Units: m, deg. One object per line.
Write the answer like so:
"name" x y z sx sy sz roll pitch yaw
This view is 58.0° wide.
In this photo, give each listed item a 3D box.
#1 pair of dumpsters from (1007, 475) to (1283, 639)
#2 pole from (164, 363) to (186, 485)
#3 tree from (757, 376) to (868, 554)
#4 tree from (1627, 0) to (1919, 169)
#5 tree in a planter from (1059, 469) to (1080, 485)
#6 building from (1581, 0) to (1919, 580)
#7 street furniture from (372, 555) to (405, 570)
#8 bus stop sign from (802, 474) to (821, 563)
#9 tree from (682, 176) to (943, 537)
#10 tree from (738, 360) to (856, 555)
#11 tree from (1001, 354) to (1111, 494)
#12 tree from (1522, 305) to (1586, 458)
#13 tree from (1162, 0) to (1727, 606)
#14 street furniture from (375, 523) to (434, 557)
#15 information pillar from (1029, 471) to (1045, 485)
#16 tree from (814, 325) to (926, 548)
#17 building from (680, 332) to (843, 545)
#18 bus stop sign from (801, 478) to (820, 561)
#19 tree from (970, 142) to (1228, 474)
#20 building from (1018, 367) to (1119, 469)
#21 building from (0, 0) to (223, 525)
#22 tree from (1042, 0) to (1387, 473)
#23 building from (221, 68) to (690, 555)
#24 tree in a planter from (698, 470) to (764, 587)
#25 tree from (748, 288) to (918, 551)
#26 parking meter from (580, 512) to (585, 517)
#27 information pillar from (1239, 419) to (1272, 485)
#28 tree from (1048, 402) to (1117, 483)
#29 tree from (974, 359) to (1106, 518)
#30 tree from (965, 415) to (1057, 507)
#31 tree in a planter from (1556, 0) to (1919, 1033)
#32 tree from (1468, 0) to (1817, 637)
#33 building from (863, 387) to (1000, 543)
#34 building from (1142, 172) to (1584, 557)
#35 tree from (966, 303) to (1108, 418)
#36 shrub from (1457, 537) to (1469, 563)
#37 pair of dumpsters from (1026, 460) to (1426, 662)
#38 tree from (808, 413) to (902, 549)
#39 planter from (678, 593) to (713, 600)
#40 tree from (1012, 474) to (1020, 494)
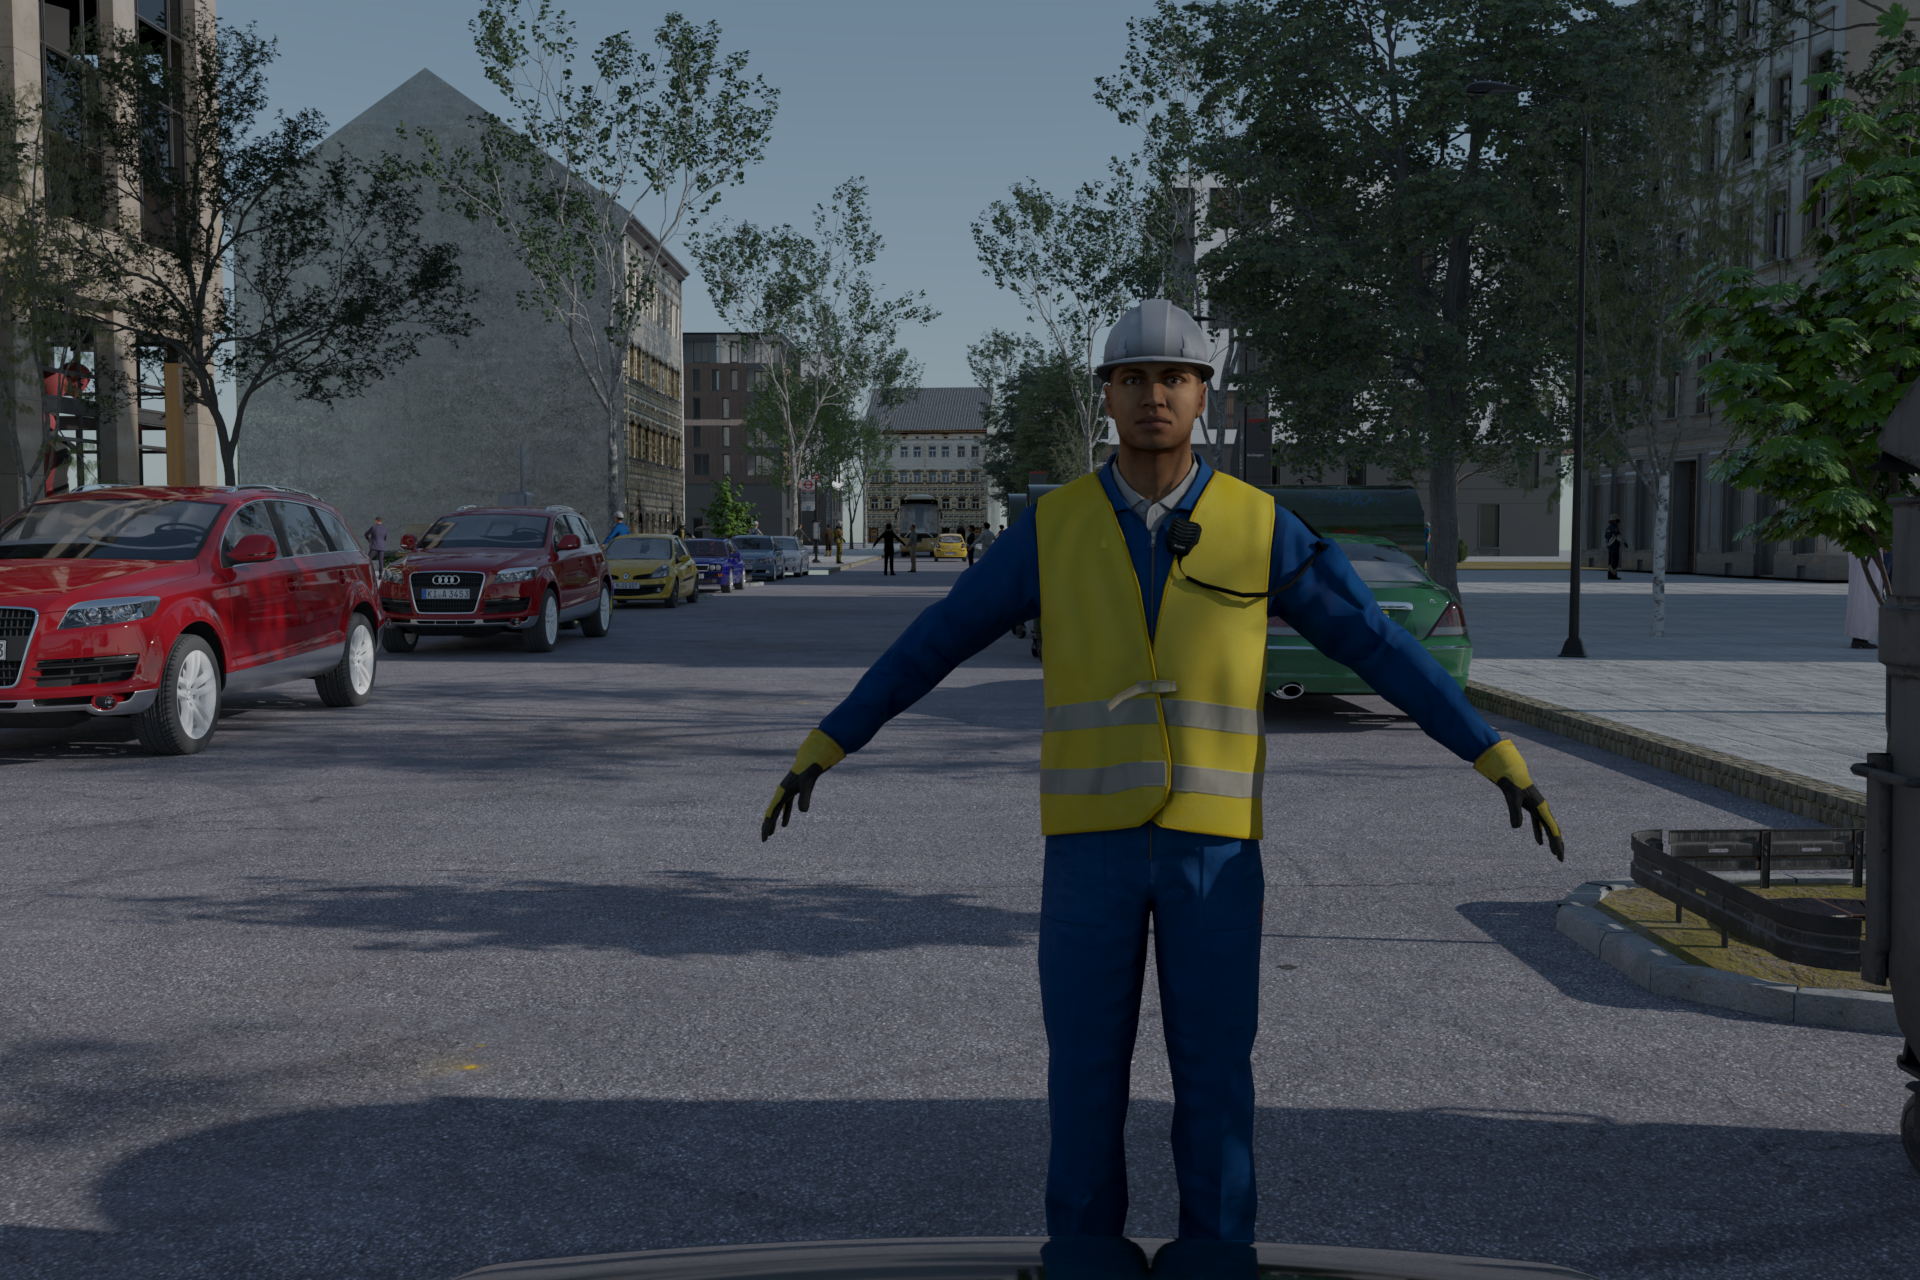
"pair of dumpsters" 2.834 -1.178 24.215 4.436 2.255 1.574 0 4 -1
"pole" -9.407 -1.650 20.814 0.158 3.312 0.155 0 3 0
"tree" -9.657 -11.515 114.019 9.928 11.665 9.643 0 3 0
"tree" 8.846 -4.714 11.489 8.767 10.594 7.601 2 4 25
"tree in a planter" 3.194 -3.050 47.088 1.991 3.239 1.994 0 4 -1
"building" 26.993 -12.521 52.942 9.793 21.092 18.267 0 4 0
"street furniture" -19.531 -2.924 63.434 10.072 0.657 5.734 -1 4 -8
"bus stop sign" -6.601 -5.404 77.052 0.855 3.939 0.416 0 4 0
"tree" -7.787 -14.409 91.476 12.611 20.169 13.585 0 3 0
"tree" -9.822 -10.939 104.613 9.928 11.665 9.643 0 3 0
"tree" 6.202 -11.719 109.730 7.486 12.596 7.792 0 3 0
"tree" 25.656 -8.697 67.953 9.928 11.665 9.643 0 3 0
"tree" 8.568 -7.590 30.748 9.857 13.997 8.962 0 3 0
"street furniture" -22.514 -4.193 75.403 11.010 1.723 9.812 -3 4 -37
"information pillar" 3.208 -5.044 71.852 0.750 3.857 0.750 0 3 0
"tree" -10.221 -18.523 158.746 12.611 20.169 13.585 0 3 0
"building" -28.278 -21.273 191.787 27.936 21.610 32.646 0 4 1
"bus stop sign" -6.978 -5.646 81.014 0.855 3.939 0.416 0 4 0
"tree" 7.584 -13.882 82.852 12.611 20.169 13.585 0 3 0
"building" 21.517 -23.514 228.421 27.936 21.610 32.646 0 4 0
"building" -30.718 -15.984 27.557 22.709 31.103 35.509 0 4 1
"tree" 9.050 -12.513 60.479 12.611 20.169 13.585 0 3 0
"building" -25.255 -15.921 91.240 19.493 23.208 18.063 0 4 -1
"tree in a planter" -6.498 -3.111 48.088 1.991 3.239 1.994 0 4 0
"tree" -9.473 -16.760 129.913 12.611 20.169 13.585 0 3 0
"parking meter" -10.039 -2.431 45.463 0.399 1.863 0.255 0 4 1
"information pillar" 6.680 -3.048 39.205 0.750 3.857 0.750 0 3 0
"tree" 6.260 -8.942 96.556 4.360 8.622 3.978 0 3 0
"tree" 5.986 -13.268 123.586 9.857 13.997 8.962 0 3 0
"tree" 5.626 -15.490 163.637 12.009 13.543 11.850 0 3 0
"tree in a planter" 3.154 -0.525 5.801 1.991 3.239 1.994 0 3 0
"tree" 8.729 -4.332 21.188 4.360 8.622 3.978 0 3 0
"building" -3.927 -25.961 257.847 18.063 23.208 19.493 0 4 7
"building" 25.641 -16.534 114.308 27.936 21.610 32.646 0 3 0
"tree" 7.150 -17.447 141.154 12.611 20.169 13.585 0 3 0
"shrub" 22.297 -4.062 77.526 1.383 1.207 1.383 0 3 0
"pair of dumpsters" 2.931 -0.903 19.718 4.436 2.255 1.574 0 4 -1
"tree" -8.973 -13.408 144.982 9.928 11.665 9.643 0 3 0
"planter" -6.550 -1.057 38.429 1.991 0.319 1.994 0 3 0
"tree" 5.436 -12.558 155.681 4.360 8.622 3.978 0 3 0
